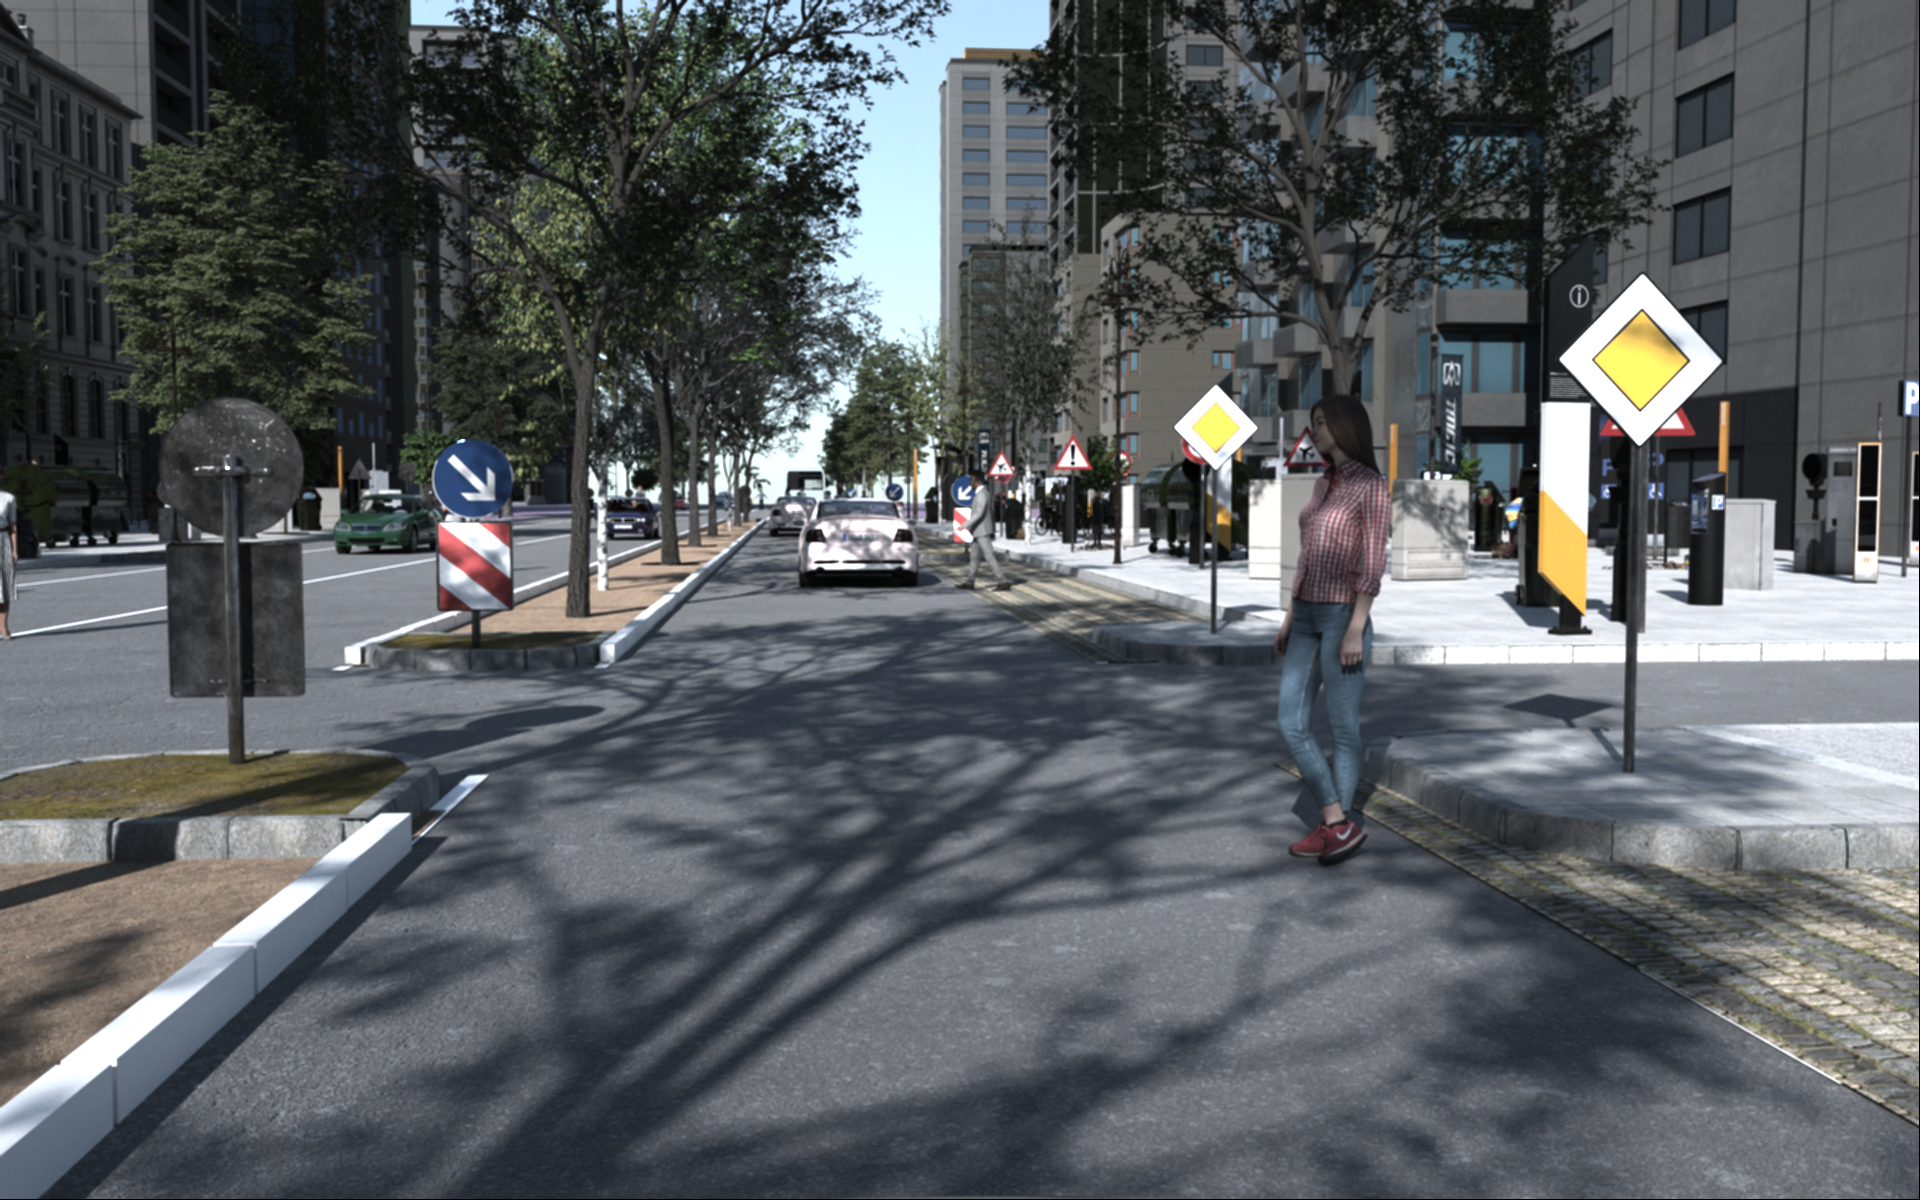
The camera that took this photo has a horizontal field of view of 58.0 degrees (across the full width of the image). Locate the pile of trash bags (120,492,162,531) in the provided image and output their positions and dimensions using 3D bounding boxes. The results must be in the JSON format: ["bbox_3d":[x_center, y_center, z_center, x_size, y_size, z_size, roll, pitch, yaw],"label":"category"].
[{"bbox_3d":[-29.333,-3.066,59.877,3.447,1.369,1.912,-3,5,-41],"label":"pile of trash bags"}]

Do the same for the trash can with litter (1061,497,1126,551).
[{"bbox_3d":[3.012,-1.781,40.177,1.678,1.210,2.233,1,4,15],"label":"trash can with litter"}]

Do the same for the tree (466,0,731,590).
[{"bbox_3d":[-5.347,-4.452,25.615,4.737,8.622,4.395,0,3,0],"label":"tree"}]

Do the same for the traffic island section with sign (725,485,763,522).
[{"bbox_3d":[-11.180,-4.996,89.818,2.006,1.907,1.989,0,4,-5],"label":"traffic island section with sign"}]

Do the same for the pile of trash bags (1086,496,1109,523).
[{"bbox_3d":[6.844,-4.096,76.722,3.447,1.369,1.912,-1,4,-21],"label":"pile of trash bags"}]

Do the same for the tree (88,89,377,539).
[{"bbox_3d":[-20.276,-7.988,48.735,7.486,12.596,7.792,0,3,0],"label":"tree"}]

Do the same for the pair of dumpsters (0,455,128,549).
[{"bbox_3d":[-21.853,-2.424,42.127,1.574,2.255,4.437,0,4,-5],"label":"pair of dumpsters"}]

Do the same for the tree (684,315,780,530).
[{"bbox_3d":[-8.957,-6.999,67.257,4.360,8.622,3.978,0,3,0],"label":"tree"}]

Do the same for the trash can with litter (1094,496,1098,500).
[{"bbox_3d":[6.817,-4.635,87.172,0.624,1.170,1.055,1,4,10],"label":"trash can with litter"}]

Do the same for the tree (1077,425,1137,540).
[{"bbox_3d":[3.874,-3.319,48.869,1.663,3.219,1.824,0,3,0],"label":"tree"}]

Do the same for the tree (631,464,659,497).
[{"bbox_3d":[-34.022,-12.411,186.634,4.285,4.588,4.351,0,3,0],"label":"tree"}]

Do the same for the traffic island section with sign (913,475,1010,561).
[{"bbox_3d":[-0.027,-1.773,37.617,1.989,1.847,2.006,0,4,-5],"label":"traffic island section with sign"}]

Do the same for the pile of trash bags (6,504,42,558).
[{"bbox_3d":[-20.245,-1.515,34.517,3.447,1.369,1.912,-2,4,-26],"label":"pile of trash bags"}]

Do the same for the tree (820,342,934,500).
[{"bbox_3d":[-5.518,-12.920,129.364,7.486,12.596,7.792,0,3,0],"label":"tree"}]

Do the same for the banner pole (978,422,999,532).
[{"bbox_3d":[0.949,-4.212,58.876,0.863,3.779,0.401,3,4,37],"label":"banner pole"}]

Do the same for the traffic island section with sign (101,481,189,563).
[{"bbox_3d":[-17.039,-1.744,37.145,1.989,1.847,2.006,0,4,-5],"label":"traffic island section with sign"}]

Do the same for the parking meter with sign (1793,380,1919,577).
[{"bbox_3d":[14.129,-1.904,27.384,0.543,3.016,1.738,-2,4,-35],"label":"parking meter with sign"}]

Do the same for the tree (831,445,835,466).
[{"bbox_3d":[-12.410,-14.924,194.373,4.737,8.622,4.395,0,3,0],"label":"tree"}]

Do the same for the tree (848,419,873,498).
[{"bbox_3d":[-6.331,-11.743,142.365,4.737,8.622,4.395,0,3,0],"label":"tree"}]

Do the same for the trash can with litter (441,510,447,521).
[{"bbox_3d":[-24.526,-4.350,82.503,1.055,1.170,0.624,2,4,35],"label":"trash can with litter"}]

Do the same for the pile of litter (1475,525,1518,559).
[{"bbox_3d":[11.140,-1.264,34.635,1.719,0.858,1.176,1,4,16],"label":"pile of litter"}]

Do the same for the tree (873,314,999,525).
[{"bbox_3d":[-0.702,-7.375,70.940,4.737,8.622,4.395,0,3,0],"label":"tree"}]

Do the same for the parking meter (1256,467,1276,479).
[{"bbox_3d":[6.495,-1.907,36.890,0.399,1.863,0.255,-1,4,-22],"label":"parking meter"}]

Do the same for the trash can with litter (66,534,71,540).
[{"bbox_3d":[-25.227,-2.265,48.421,0.624,1.170,1.055,-1,4,-18],"label":"trash can with litter"}]

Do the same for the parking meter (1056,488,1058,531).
[{"bbox_3d":[3.400,-3.041,58.127,0.372,1.533,0.369,0,3,0],"label":"parking meter"}]

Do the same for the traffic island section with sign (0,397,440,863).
[{"bbox_3d":[-3.400,0.030,7.639,2.006,1.907,1.989,0,4,-5],"label":"traffic island section with sign"}]

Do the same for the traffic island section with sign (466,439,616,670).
[{"bbox_3d":[-4.089,-0.421,15.014,2.006,1.907,1.989,0,4,-5],"label":"traffic island section with sign"}]

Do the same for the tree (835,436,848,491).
[{"bbox_3d":[-7.411,-12.065,147.626,4.737,8.622,4.395,0,3,0],"label":"tree"}]

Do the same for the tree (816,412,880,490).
[{"bbox_3d":[-15.595,-19.754,239.981,9.611,12.733,9.660,0,3,0],"label":"tree"}]

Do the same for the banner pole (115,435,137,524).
[{"bbox_3d":[-35.438,-5.107,73.516,0.401,3.779,0.863,2,4,35],"label":"banner pole"}]

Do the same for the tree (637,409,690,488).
[{"bbox_3d":[-36.107,-17.958,211.733,7.486,12.596,7.792,0,3,0],"label":"tree"}]

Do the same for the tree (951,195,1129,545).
[{"bbox_3d":[1.933,-5.714,43.790,4.360,8.622,3.978,0,3,0],"label":"tree"}]

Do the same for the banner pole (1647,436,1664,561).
[{"bbox_3d":[13.220,-2.638,33.143,0.863,3.779,0.401,-3,4,-39],"label":"banner pole"}]

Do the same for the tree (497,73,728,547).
[{"bbox_3d":[-7.230,-8.182,46.602,12.009,13.543,11.850,0,3,0],"label":"tree"}]

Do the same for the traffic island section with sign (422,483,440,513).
[{"bbox_3d":[-19.567,-3.386,63.982,1.989,1.847,2.006,0,4,-5],"label":"traffic island section with sign"}]

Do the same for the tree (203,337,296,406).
[{"bbox_3d":[-31.076,-7.673,75.823,4.360,8.622,3.978,0,3,0],"label":"tree"}]

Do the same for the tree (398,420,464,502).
[{"bbox_3d":[-23.402,-5.705,76.998,4.285,4.588,4.351,0,3,0],"label":"tree"}]

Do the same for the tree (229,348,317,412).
[{"bbox_3d":[-33.912,-8.236,85.019,4.737,8.622,4.395,0,3,0],"label":"tree"}]

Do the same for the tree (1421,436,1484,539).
[{"bbox_3d":[14.271,-3.370,49.704,1.663,3.219,1.824,0,3,0],"label":"tree"}]

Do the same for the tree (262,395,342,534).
[{"bbox_3d":[-21.733,-4.409,55.795,4.285,4.588,4.351,0,3,0],"label":"tree"}]

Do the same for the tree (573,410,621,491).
[{"bbox_3d":[-30.038,-11.863,144.319,4.360,8.622,3.978,0,3,0],"label":"tree"}]

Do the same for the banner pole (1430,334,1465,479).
[{"bbox_3d":[7.605,-2.278,27.258,0.863,3.779,0.401,-2,4,-30],"label":"banner pole"}]

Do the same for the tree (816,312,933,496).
[{"bbox_3d":[-8.834,-19.664,177.402,12.611,20.169,13.585,0,3,0],"label":"tree"}]

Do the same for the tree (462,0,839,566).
[{"bbox_3d":[-5.949,-6.507,34.609,9.928,11.665,9.643,0,3,0],"label":"tree"}]

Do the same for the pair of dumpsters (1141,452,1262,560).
[{"bbox_3d":[4.901,-2.015,35.436,1.574,2.255,4.437,0,4,-6],"label":"pair of dumpsters"}]

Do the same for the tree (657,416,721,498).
[{"bbox_3d":[-38.815,-19.933,242.904,9.611,12.733,9.660,0,3,0],"label":"tree"}]

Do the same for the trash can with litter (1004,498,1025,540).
[{"bbox_3d":[1.680,-2.297,48.938,0.624,1.170,1.055,-2,4,-29],"label":"trash can with litter"}]

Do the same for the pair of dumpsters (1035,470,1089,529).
[{"bbox_3d":[3.929,-3.875,65.854,1.574,2.255,4.437,0,4,-6],"label":"pair of dumpsters"}]

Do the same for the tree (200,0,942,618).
[{"bbox_3d":[-4.408,-5.045,19.359,8.767,10.594,7.601,0,4,-5],"label":"tree"}]

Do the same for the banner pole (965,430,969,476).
[{"bbox_3d":[0.244,-4.764,67.904,0.401,3.779,0.863,-1,4,-12],"label":"banner pole"}]

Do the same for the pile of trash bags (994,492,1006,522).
[{"bbox_3d":[2.079,-4.308,80.182,1.912,1.369,3.447,0,4,-7],"label":"pile of trash bags"}]

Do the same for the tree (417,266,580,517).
[{"bbox_3d":[-25.772,-11.709,98.101,9.857,13.997,8.962,0,3,0],"label":"tree"}]

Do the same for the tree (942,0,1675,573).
[{"bbox_3d":[4.950,-5.351,21.903,8.767,10.594,7.601,-1,4,-14],"label":"tree"}]

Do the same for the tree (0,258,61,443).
[{"bbox_3d":[-29.903,-6.262,52.752,4.737,8.622,4.395,0,3,0],"label":"tree"}]

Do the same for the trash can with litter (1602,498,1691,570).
[{"bbox_3d":[12.050,-1.160,30.021,2.233,1.210,1.678,-1,4,-11],"label":"trash can with litter"}]
